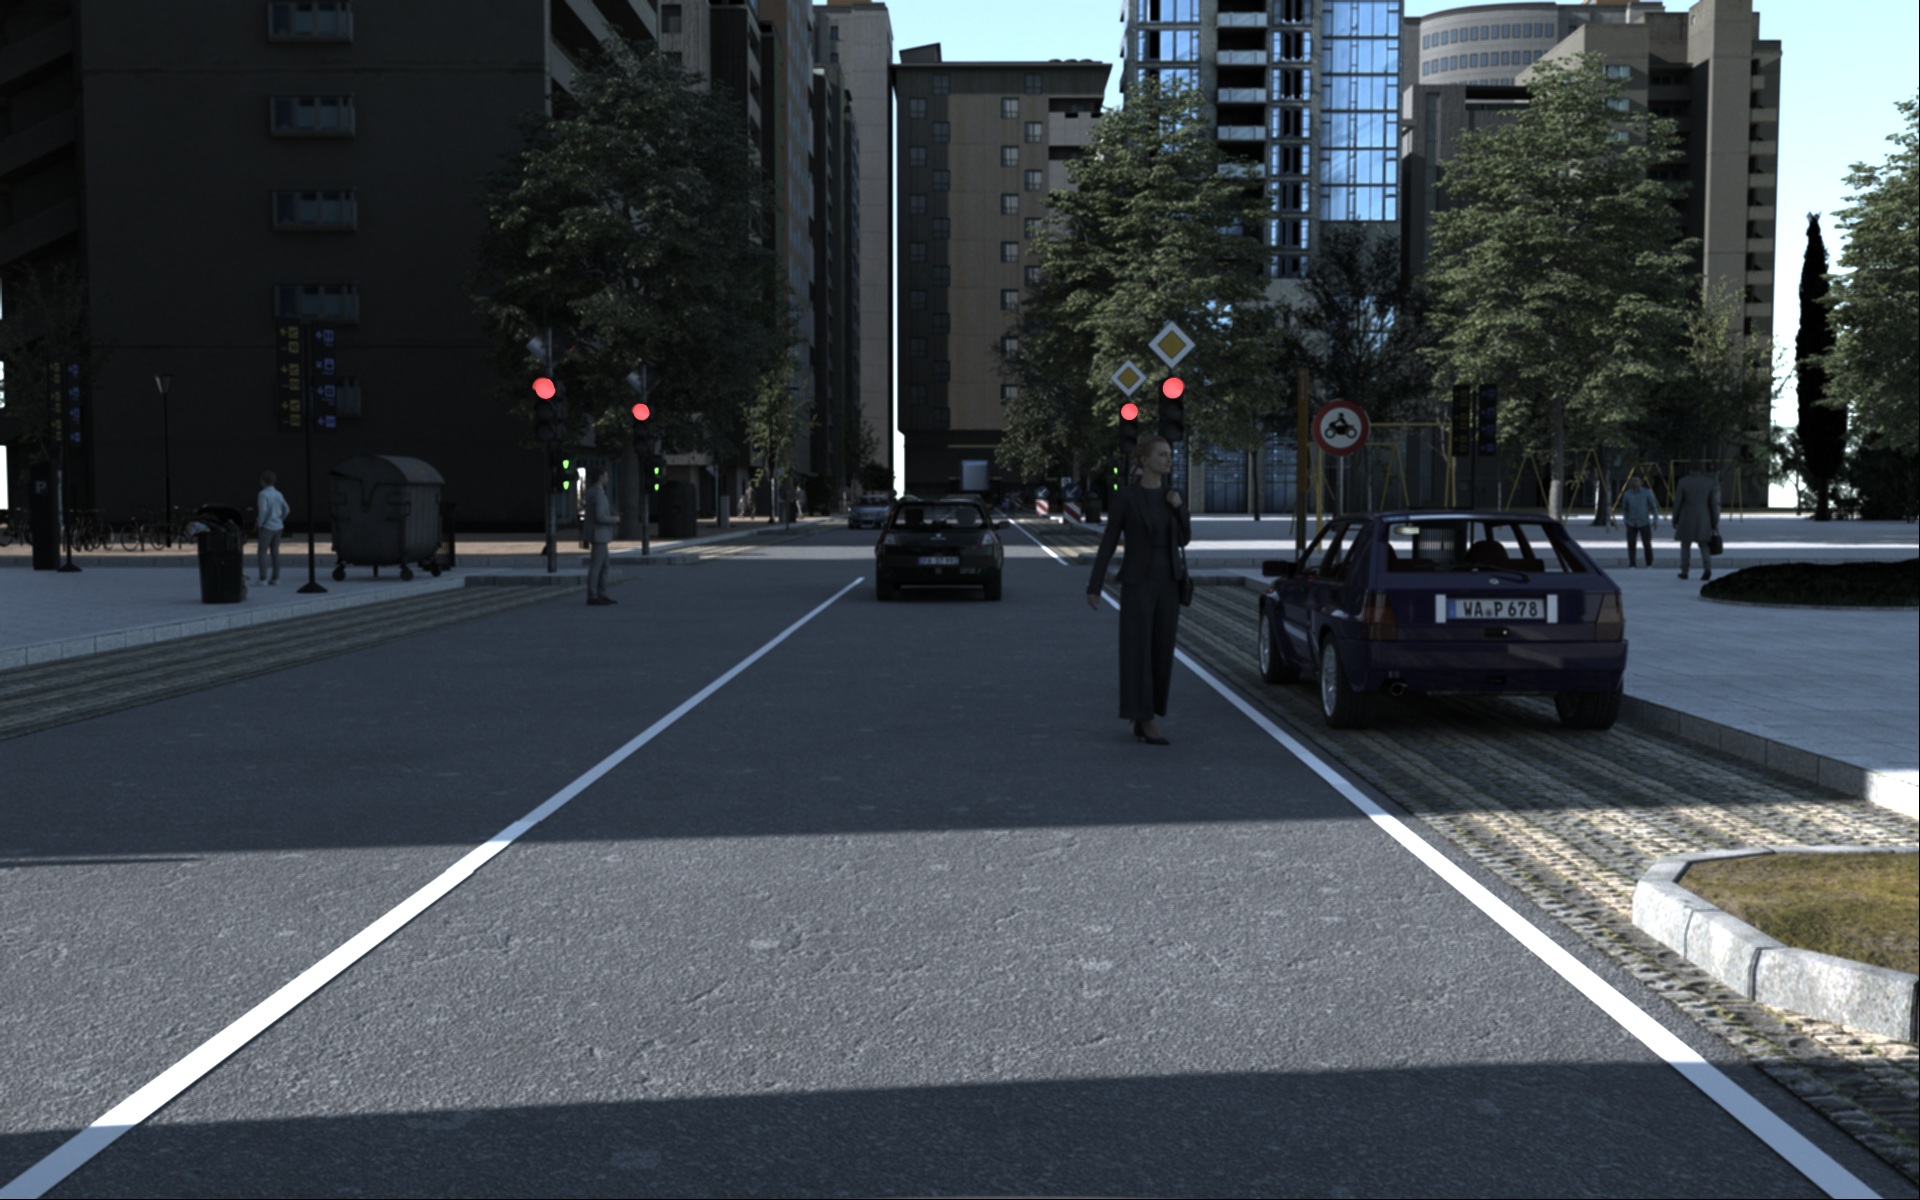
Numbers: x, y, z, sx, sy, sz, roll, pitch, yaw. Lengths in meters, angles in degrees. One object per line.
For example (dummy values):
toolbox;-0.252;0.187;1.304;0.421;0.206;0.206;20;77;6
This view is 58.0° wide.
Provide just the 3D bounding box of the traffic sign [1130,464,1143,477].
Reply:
traffic sign;5.686;-3.263;53.361;0.884;2.594;0.081;0;4;1

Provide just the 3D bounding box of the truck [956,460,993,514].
truck;1.155;-8.688;131.810;2.967;4.110;18.799;0;3;0

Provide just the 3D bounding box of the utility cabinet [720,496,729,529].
utility cabinet;-8.766;-3.260;64.464;0.306;1.237;1.020;0;4;-4

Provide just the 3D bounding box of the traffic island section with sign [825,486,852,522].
traffic island section with sign;-5.775;-4.848;87.894;1.989;1.847;2.006;0;4;1

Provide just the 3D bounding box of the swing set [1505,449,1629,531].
swing set;21.284;-3.894;61.281;2.862;2.851;3.119;-2;4;-29

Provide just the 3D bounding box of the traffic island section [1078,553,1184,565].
traffic island section;3.524;-0.853;36.235;2.009;0.180;2.903;0;4;1

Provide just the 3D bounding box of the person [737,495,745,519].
person;-11.125;-4.726;88.329;0.382;1.210;0.505;1;4;11

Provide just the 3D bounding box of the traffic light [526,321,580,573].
traffic light;-6.657;-2.404;28.221;0.839;4.253;0.868;0;4;1

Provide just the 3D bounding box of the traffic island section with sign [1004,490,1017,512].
traffic island section with sign;4.541;-7.912;137.984;1.989;1.847;2.006;0;4;1

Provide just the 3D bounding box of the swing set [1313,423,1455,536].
swing set;9.527;-2.493;38.376;3.119;2.851;2.862;1;4;10

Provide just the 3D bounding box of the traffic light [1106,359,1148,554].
traffic light;3.484;-2.887;36.121;0.839;4.253;0.868;0;4;1

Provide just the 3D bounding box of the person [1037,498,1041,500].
person;6.719;-8.576;146.925;0.621;1.740;0.551;2;4;25

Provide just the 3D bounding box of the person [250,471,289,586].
person;-9.692;-1.007;24.320;0.330;1.601;0.589;2;4;27

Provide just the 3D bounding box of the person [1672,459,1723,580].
person;11.041;-1.214;25.987;0.694;1.812;0.767;0;4;8

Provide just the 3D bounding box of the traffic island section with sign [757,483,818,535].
traffic island section with sign;-6.044;-3.200;60.940;1.989;1.847;2.006;0;4;1

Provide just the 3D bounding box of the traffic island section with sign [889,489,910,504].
traffic island section with sign;-5.264;-7.929;138.272;1.989;1.847;2.006;0;4;1

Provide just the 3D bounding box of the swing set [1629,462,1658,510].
swing set;34.388;-5.467;87.003;2.862;2.851;3.119;0;4;6

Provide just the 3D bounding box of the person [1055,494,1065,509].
person;8.690;-8.566;146.097;1.348;1.824;0.705;0;4;7

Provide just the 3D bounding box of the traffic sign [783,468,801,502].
traffic sign;-8.357;-5.269;86.151;0.884;2.594;0.081;0;4;2

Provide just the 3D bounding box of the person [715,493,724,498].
person;-9.691;-3.896;70.086;0.374;1.781;0.599;1;4;21

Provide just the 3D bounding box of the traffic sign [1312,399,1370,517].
traffic sign;5.113;-1.420;23.330;0.768;2.556;0.104;0;4;6

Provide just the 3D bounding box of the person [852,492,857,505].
person;-11.400;-11.086;187.851;0.434;1.755;0.990;1;4;23

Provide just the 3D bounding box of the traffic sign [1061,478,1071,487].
traffic sign;6.549;-6.414;106.993;0.606;2.300;0.079;0;4;1

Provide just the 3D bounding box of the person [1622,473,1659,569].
person;12.453;-1.417;31.684;0.660;1.820;0.620;2;4;34

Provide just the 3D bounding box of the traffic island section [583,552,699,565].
traffic island section;-6.617;-0.860;36.341;2.009;0.180;2.903;0;4;1

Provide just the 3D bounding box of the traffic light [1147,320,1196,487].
traffic light;3.404;-2.399;28.137;0.839;4.253;0.868;0;4;1

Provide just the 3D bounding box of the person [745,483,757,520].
person;-10.415;-4.914;86.356;0.622;1.834;0.822;1;4;9

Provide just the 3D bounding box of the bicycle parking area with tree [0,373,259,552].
bicycle parking area with tree;-21.595;-3.320;41.287;8.231;4.147;9.016;1;4;15

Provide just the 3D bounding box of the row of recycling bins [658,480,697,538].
row of recycling bins;-8.436;-2.744;51.977;1.069;1.692;3.534;0;4;-4

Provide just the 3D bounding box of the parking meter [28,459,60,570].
parking meter;-15.472;-1.440;29.261;0.399;1.863;0.255;0;4;-6

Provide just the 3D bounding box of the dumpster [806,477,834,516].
dumpster;-8.102;-5.963;99.993;1.502;2.255;1.985;0;4;0

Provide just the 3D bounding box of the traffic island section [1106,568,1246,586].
traffic island section;3.444;-0.365;28.250;2.009;0.180;2.903;0;4;1

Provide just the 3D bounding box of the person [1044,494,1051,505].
person;6.972;-8.032;138.094;0.721;1.736;1.217;-2;4;-25

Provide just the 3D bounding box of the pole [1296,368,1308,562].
pole;5.551;-2.096;28.106;0.158;3.312;0.155;0;3;0

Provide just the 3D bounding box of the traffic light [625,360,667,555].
traffic light;-6.577;-2.892;36.206;0.839;4.253;0.868;0;4;1

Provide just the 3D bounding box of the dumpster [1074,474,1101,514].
dumpster;6.117;-5.036;84.824;1.502;2.255;1.985;0;4;1

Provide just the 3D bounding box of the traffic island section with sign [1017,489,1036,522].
traffic island section with sign;4.048;-4.870;88.253;1.989;1.847;2.006;0;4;1

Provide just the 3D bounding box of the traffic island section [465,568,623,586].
traffic island section;-6.697;-0.372;28.356;2.009;0.180;2.903;0;4;1

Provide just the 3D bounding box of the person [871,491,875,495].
person;-9.361;-11.088;187.323;0.705;1.826;1.348;1;4;20

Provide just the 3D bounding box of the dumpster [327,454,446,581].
dumpster;-8.648;-1.247;26.140;1.264;1.857;1.865;0;4;1

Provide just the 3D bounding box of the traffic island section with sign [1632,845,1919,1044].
traffic island section with sign;3.217;0.206;5.255;1.989;1.847;2.006;0;4;1

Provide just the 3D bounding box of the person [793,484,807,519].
person;-8.170;-5.021;88.406;0.678;1.792;0.850;-3;4;-38

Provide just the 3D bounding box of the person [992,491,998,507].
person;3.787;-10.960;187.786;0.705;1.814;1.350;-2;4;-26

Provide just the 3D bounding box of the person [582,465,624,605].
person;-4.588;-0.838;22.408;0.583;1.804;0.606;-2;4;-29

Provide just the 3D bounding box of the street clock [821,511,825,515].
street clock;-8.266;-6.123;104.686;0.358;2.002;0.471;-2;4;-31

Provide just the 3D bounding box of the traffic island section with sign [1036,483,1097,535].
traffic island section with sign;3.785;-3.199;60.925;1.989;1.847;2.006;0;4;1

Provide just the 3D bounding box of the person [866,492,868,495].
person;-9.506;-10.288;174.255;0.705;1.823;1.348;-3;5;-42

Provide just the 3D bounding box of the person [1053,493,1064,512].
person;7.216;-7.324;126.577;0.721;1.735;1.217;3;5;43

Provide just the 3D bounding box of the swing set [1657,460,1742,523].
swing set;34.094;-5.020;79.698;3.119;2.851;2.862;1;4;14

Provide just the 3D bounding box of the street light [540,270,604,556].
street light;-8.079;-3.888;36.112;1.470;5.913;1.316;0;4;1

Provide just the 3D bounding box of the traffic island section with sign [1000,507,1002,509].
traffic island section with sign;4.814;-9.560;164.938;1.989;1.847;2.006;0;4;1

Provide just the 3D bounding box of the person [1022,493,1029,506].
person;6.739;-10.378;178.950;0.697;1.427;0.421;1;4;13

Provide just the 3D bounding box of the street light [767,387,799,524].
street light;-7.685;-6.287;75.331;1.470;5.913;1.316;0;4;1

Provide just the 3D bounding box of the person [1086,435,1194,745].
person;1.055;-0.069;10.042;0.576;1.772;0.534;-3;5;-40

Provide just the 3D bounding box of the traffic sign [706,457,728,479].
traffic sign;-8.754;-3.824;62.257;0.795;2.593;0.064;0;4;5

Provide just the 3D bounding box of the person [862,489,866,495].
person;-8.915;-9.347;159.600;0.721;1.736;1.217;-1;4;-11

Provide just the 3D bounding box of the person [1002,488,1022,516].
person;3.362;-6.360;112.490;1.348;1.824;0.705;0;4;-2

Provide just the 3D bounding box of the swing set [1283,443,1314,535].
swing set;11.861;-3.386;52.988;3.119;2.851;2.862;-1;4;-10
